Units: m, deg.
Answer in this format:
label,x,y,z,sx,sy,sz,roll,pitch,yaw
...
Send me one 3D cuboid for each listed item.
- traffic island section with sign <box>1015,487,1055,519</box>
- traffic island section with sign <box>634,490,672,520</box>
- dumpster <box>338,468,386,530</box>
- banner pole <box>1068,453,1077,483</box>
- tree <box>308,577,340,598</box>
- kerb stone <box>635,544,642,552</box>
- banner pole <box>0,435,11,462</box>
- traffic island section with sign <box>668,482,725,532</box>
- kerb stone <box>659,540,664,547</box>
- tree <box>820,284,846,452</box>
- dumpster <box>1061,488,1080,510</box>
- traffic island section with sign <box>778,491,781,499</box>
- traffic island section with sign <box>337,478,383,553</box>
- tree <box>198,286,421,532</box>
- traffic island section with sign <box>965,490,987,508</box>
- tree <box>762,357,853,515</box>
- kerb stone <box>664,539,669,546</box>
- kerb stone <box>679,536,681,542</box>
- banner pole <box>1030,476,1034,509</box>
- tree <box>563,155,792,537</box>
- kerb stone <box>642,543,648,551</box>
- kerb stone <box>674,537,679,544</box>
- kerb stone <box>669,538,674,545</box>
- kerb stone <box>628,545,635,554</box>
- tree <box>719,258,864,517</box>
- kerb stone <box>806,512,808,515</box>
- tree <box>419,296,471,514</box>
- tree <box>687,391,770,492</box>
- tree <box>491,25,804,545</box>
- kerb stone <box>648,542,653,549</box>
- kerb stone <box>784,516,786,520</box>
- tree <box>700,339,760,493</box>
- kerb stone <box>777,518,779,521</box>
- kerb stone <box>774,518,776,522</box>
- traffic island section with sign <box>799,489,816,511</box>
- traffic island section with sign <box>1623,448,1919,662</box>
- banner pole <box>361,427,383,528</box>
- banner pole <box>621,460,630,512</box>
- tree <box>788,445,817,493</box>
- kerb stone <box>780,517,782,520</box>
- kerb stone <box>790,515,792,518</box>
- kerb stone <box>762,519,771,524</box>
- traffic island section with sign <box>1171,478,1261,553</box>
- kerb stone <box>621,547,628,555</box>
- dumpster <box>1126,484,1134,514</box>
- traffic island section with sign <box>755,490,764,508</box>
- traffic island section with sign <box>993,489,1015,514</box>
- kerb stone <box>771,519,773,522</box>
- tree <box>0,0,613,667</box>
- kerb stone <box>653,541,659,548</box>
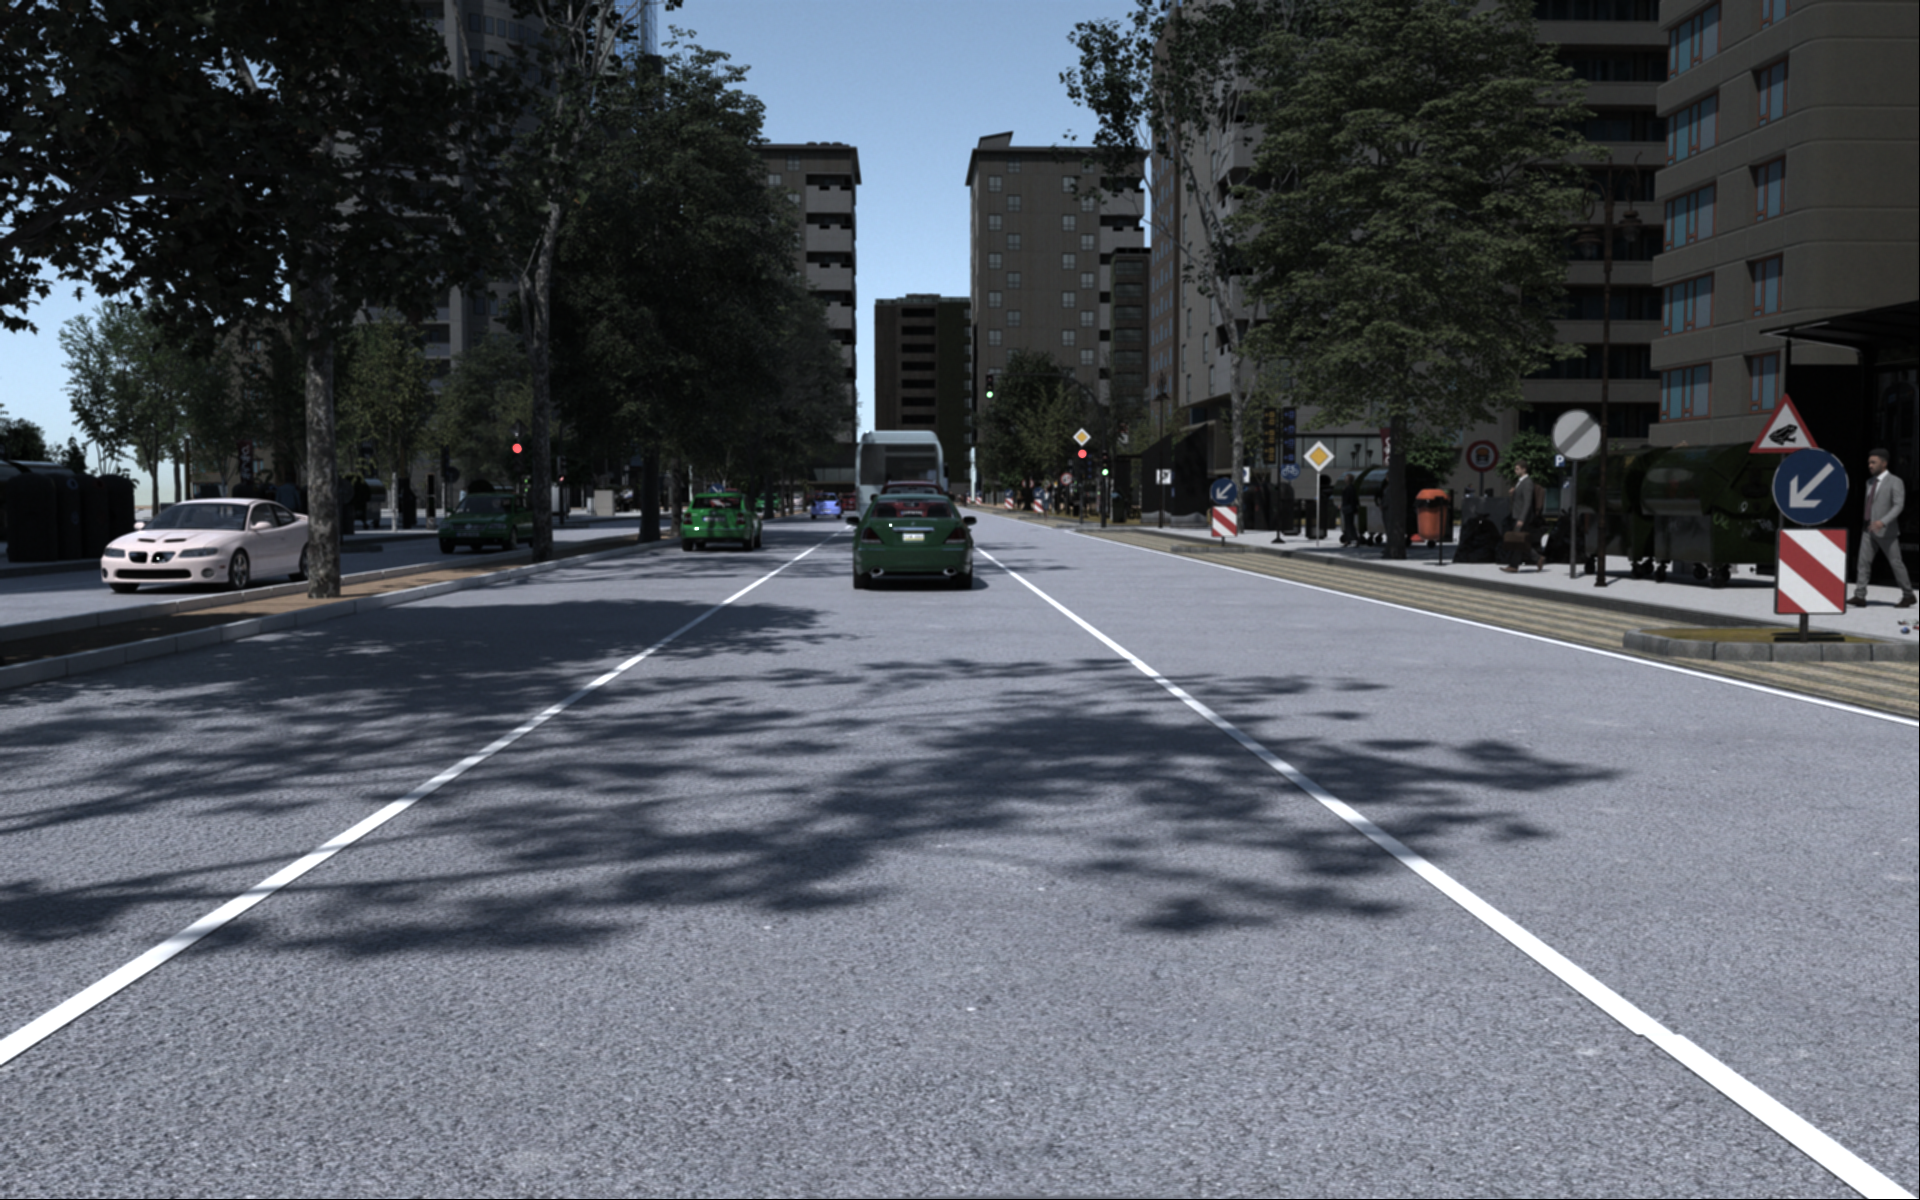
label,x,y,z,sx,sy,sz,roll,pitch,yaw
traffic island section with sign,4.335,-5.498,98.528,1.989,1.847,2.006,0,4,-2
traffic island section with sign,-17.283,-5.463,97.941,1.989,1.847,2.006,0,4,-2
dumpster,-21.935,-3.707,63.096,1.502,2.255,1.985,0,4,-2
banner pole,6.826,-7.042,105.152,0.863,3.779,0.401,-3,4,-39
tree,-9.986,-10.133,24.024,12.611,20.169,13.585,0,3,0
kerb stone,-8.060,-1.250,42.801,0.120,0.150,1.000,0,4,-2
banner pole,-40.717,-5.125,73.807,0.401,3.779,0.863,3,5,42
traffic island section with sign,-9.879,-3.495,65.273,2.006,1.907,1.989,0,4,-2
kerb stone,-8.207,-1.510,46.886,0.120,0.150,1.000,0,4,-2
tree,-10.746,-11.475,96.729,9.857,13.997,8.962,0,3,0
dumpster,9.096,-8.489,141.293,1.502,2.255,1.985,0,4,-2
traffic island section with sign,-20.812,-11.804,201.617,1.989,1.847,2.006,0,4,-2
traffic island section with sign,-15.417,-2.089,42.776,1.989,1.847,2.006,0,4,-2
tree,-19.215,-6.158,51.040,4.737,8.622,4.395,0,3,0
traffic island section with sign,1.722,-10.190,175.229,1.989,1.847,2.006,0,4,-2
tree,-12.030,-12.644,134.948,9.928,11.665,9.643,0,3,0
kerb stone,-8.245,-1.567,47.918,0.120,0.150,1.000,0,4,-2
kerb stone,-8.352,-1.758,50.987,0.120,0.150,1.000,0,4,-2
banner pole,6.129,-9.636,147.557,0.401,3.779,0.863,-3,5,-39
tree,-9.451,-8.346,57.047,7.486,12.596,7.792,0,3,0
kerb stone,-8.105,-1.321,43.821,0.120,0.150,1.000,0,4,-2
kerb stone,-8.319,-1.697,49.965,0.120,0.150,1.000,0,4,-2
kerb stone,-8.270,-1.634,48.943,0.120,0.150,1.000,0,4,-2
kerb stone,-8.035,-1.198,41.779,0.120,0.150,1.000,0,4,-2
tree,-10.268,-10.556,85.412,12.009,13.543,11.850,0,3,0
kerb stone,-10.629,-5.867,118.123,0.120,0.150,1.000,0,4,-2
tree,-19.329,-6.623,58.644,4.737,8.622,4.395,0,3,0
tree,-10.271,-7.479,75.099,4.360,8.622,3.978,0,3,0
tree,-8.732,-8.511,48.269,9.857,13.997,8.962,0,3,0
kerb stone,-8.141,-1.381,44.843,0.120,0.150,1.000,0,4,-2
kerb stone,-9.863,-4.489,95.588,0.120,0.150,1.000,0,4,-2
tree,-9.318,-6.780,63.673,4.737,8.622,4.395,0,3,0
kerb stone,-9.694,-4.176,90.470,0.120,0.150,1.000,0,4,-2
kerb stone,-9.616,-4.050,88.418,0.120,0.150,1.000,0,4,-2
traffic island section with sign,-12.684,-8.540,147.771,2.006,1.907,1.989,0,4,-2
traffic island section with sign,7.156,-0.428,15.620,1.989,1.847,2.006,0,4,-2
banner pole,-21.931,-4.559,64.557,0.401,3.779,0.863,3,5,43
banner pole,-24.296,-8.292,125.598,0.863,3.779,0.401,-3,5,-39
tree,-12.370,-10.690,127.606,4.737,8.622,4.395,0,3,0
kerb stone,-9.756,-4.301,92.514,0.120,0.150,1.000,0,4,-2
kerb stone,-10.037,-4.803,100.719,0.120,0.150,1.000,0,4,-2
kerb stone,-9.517,-3.863,85.353,0.120,0.150,1.000,0,4,-2
traffic island section with sign,6.240,-2.075,42.560,1.989,1.847,2.006,0,4,-2
kerb stone,-8.000,-1.135,40.748,0.120,0.150,1.000,0,4,-2
dumpster,10.345,-6.652,111.251,1.502,2.255,1.985,0,4,-2
traffic island section with sign,-19.886,-10.146,174.507,1.989,1.847,2.006,0,4,-2
traffic island section with sign,3.403,-7.172,125.890,1.989,1.847,2.006,0,4,-2
kerb stone,-9.548,-3.925,86.375,0.120,0.150,1.000,0,4,-2
tree,-7.847,-5.729,13.128,9.611,12.733,9.660,0,3,0
kerb stone,-8.172,-1.442,45.865,0.120,0.150,1.000,0,4,-2
